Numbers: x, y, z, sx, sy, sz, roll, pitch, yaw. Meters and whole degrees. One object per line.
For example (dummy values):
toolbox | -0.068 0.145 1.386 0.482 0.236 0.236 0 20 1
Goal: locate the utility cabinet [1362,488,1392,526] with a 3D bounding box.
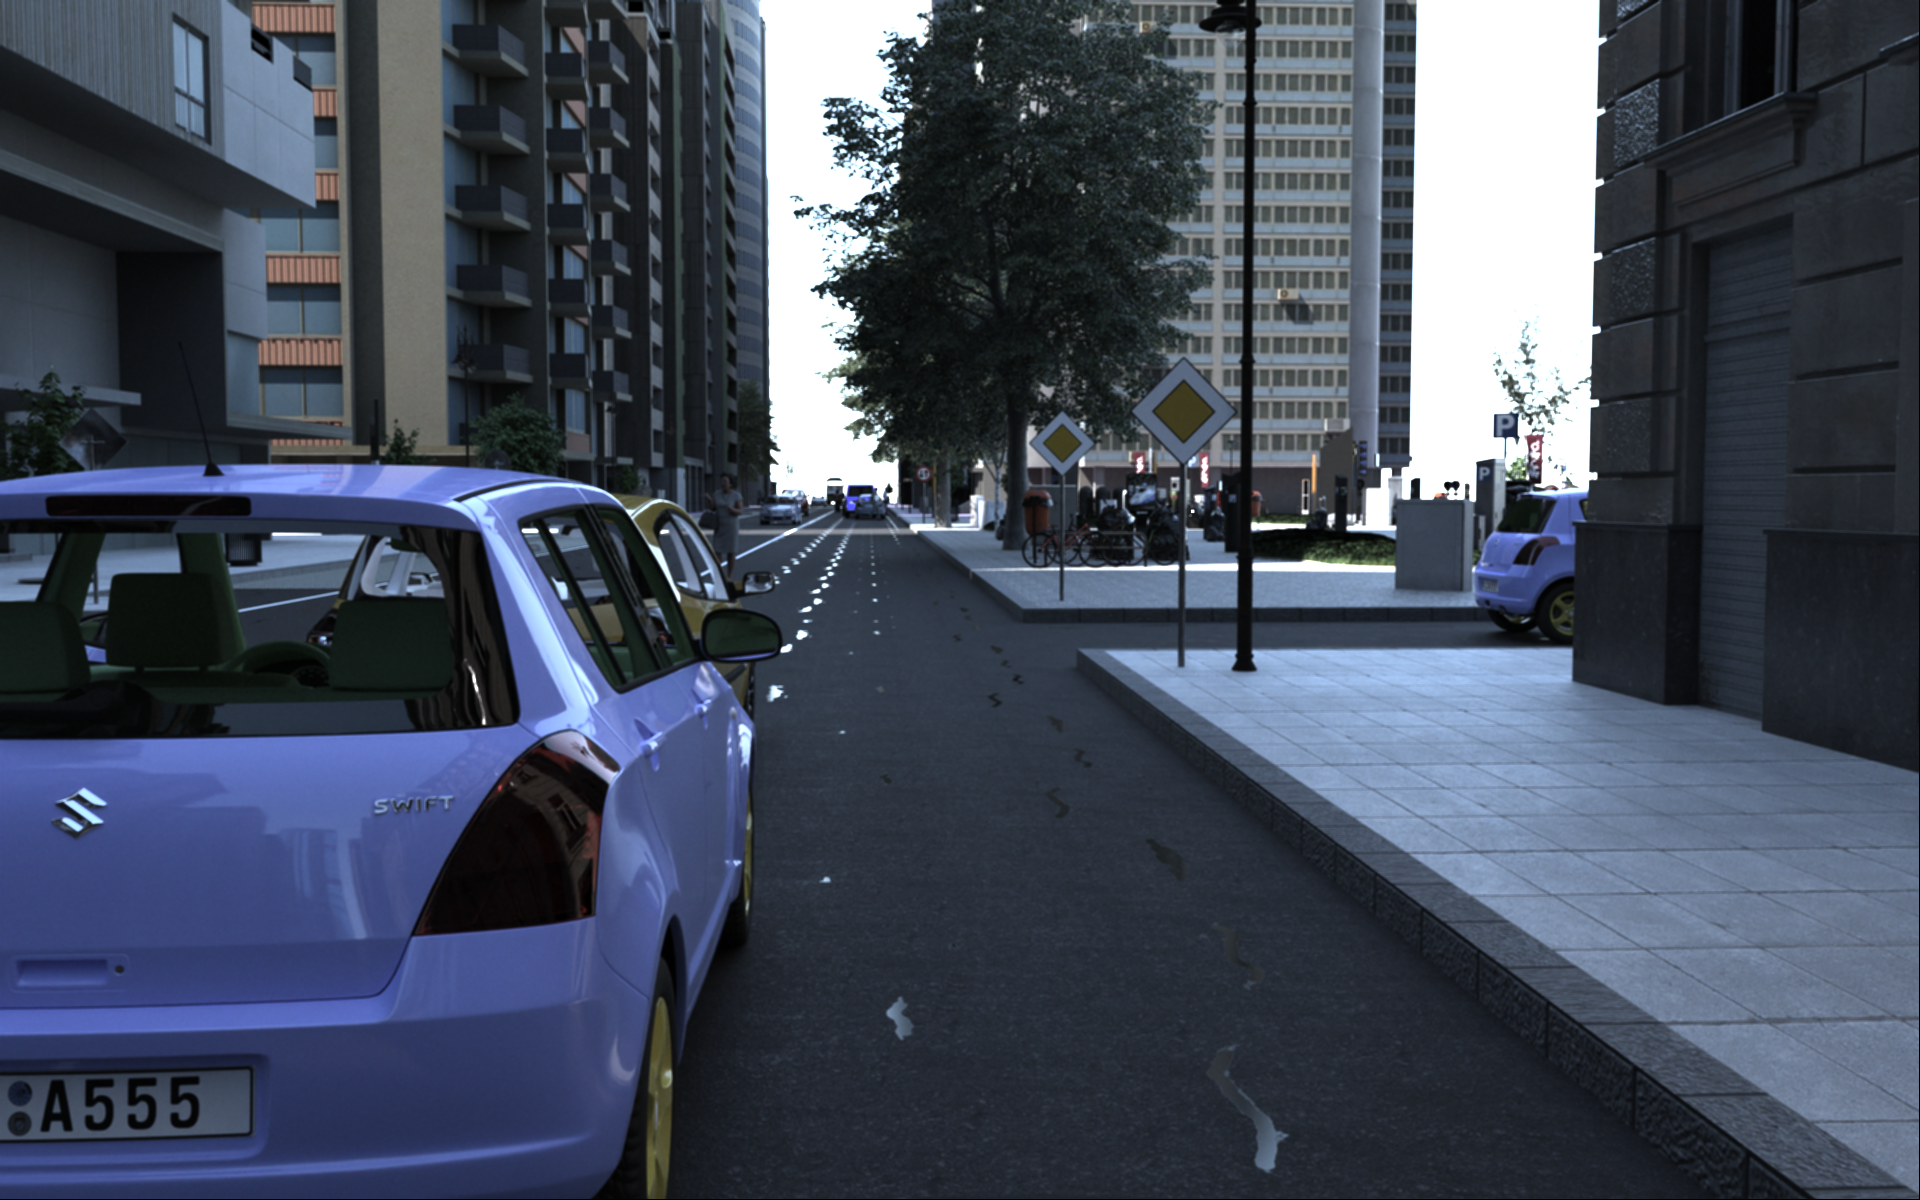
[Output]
utility cabinet | 16.616 -3.691 69.026 1.173 1.500 0.318 3 5 43

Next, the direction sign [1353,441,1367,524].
direction sign | 16.938 -5.011 73.934 0.876 3.537 0.379 -1 4 -13

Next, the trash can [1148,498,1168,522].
trash can | 6.950 -3.024 61.093 0.748 1.137 0.748 0 3 0

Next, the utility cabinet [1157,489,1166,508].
utility cabinet | 8.033 -3.744 69.888 0.318 1.500 1.173 0 4 -6

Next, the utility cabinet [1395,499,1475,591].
utility cabinet | 6.377 -0.741 23.284 0.306 1.237 1.020 -3 5 -44

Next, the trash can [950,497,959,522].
trash can | -0.394 -4.189 80.148 0.748 1.137 0.748 0 3 0

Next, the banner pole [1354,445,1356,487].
banner pole | 17.399 -5.345 77.412 0.401 3.779 0.863 -3 5 -41

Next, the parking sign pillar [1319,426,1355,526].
parking sign pillar | 15.056 -4.938 69.207 1.447 3.967 1.447 2 4 26

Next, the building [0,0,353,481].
building | -29.438 -27.095 32.235 28.713 52.752 27.495 0 4 -3

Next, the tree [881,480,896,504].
tree | -10.282 -15.718 251.595 1.663 3.219 1.824 0 3 0

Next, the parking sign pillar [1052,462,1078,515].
parking sign pillar | 4.681 -5.427 77.204 1.447 3.967 1.447 -3 5 -42

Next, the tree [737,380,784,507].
tree | -21.187 -15.489 171.374 7.486 12.596 7.792 0 3 0

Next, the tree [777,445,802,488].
tree | -24.727 -18.421 251.539 4.360 8.622 3.978 0 3 0

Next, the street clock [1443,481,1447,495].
street clock | 26.534 -5.484 94.236 0.358 2.002 0.471 -3 5 -41

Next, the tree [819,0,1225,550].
tree | 1.199 -8.126 39.522 9.857 13.997 8.962 0 3 0

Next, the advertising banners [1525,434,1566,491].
advertising banners | 17.438 -3.307 50.262 2.074 3.025 0.090 2 4 28

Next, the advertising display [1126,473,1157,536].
advertising display | 5.567 -2.930 53.118 0.974 1.923 0.123 -1 4 -18

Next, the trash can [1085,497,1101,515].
trash can | 6.173 -4.194 80.219 0.748 1.137 0.748 0 3 0

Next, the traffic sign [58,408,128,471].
traffic sign | -10.107 -1.013 20.211 0.795 2.450 0.064 0 4 -3

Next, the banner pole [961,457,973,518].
banner pole | 0.421 -6.306 93.127 0.863 3.779 0.401 1 4 15

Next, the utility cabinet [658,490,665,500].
utility cabinet | -15.301 -4.899 88.775 0.318 1.500 1.173 0 4 -7

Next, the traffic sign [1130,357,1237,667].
traffic sign | 1.643 -0.561 12.811 0.795 2.450 0.064 0 4 -3

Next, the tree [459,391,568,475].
tree | -14.176 -4.372 55.191 4.285 4.588 4.351 0 3 0

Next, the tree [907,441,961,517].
tree | -1.153 -6.919 96.834 4.285 4.588 4.351 0 3 0

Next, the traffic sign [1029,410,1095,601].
traffic sign | 1.222 -1.049 20.786 0.795 2.450 0.064 0 4 -3

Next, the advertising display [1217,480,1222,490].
advertising display | 12.407 -4.654 81.302 0.974 1.923 0.123 -3 5 -43

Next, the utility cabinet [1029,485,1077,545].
utility cabinet | 2.297 -2.101 43.034 1.173 1.500 0.318 0 3 0

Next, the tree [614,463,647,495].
tree | -17.914 -6.019 93.008 1.663 3.219 1.824 0 3 0

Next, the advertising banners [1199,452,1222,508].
advertising banners | 10.717 -4.615 71.641 2.074 3.025 0.090 3 5 45

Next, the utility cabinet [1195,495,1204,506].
utility cabinet | 12.656 -4.916 91.532 0.306 1.237 1.020 -1 4 -8

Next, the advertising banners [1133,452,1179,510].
advertising banners | 8.118 -4.597 71.355 2.074 3.025 0.090 1 4 22

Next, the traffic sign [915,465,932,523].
traffic sign | -1.589 -4.651 76.147 0.768 2.556 0.104 0 4 5

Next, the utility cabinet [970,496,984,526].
utility cabinet | 0.706 -3.657 70.953 0.306 1.237 1.020 1 4 17

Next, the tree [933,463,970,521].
tree | -0.620 -5.457 83.827 1.663 3.219 1.824 0 3 0

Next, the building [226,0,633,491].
building | -26.412 -25.669 74.307 22.147 44.769 28.867 0 4 -3

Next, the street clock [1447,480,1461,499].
street clock | 25.868 -5.249 90.384 0.358 2.002 0.471 -2 4 -25

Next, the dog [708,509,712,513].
dog | -13.251 -4.548 91.195 0.513 0.831 0.800 -1 4 -21

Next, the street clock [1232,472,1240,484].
street clock | 9.065 -3.158 56.200 0.471 2.002 0.358 -1 4 -15

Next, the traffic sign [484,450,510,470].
traffic sign | -13.396 -3.060 50.139 0.768 2.556 0.104 0 4 -1

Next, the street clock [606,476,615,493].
street clock | -14.405 -4.085 71.361 0.358 2.002 0.471 -1 4 -23

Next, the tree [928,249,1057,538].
tree | 1.048 -6.097 50.045 4.360 8.622 3.978 0 3 0

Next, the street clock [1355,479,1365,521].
street clock | 18.939 -4.746 82.167 0.471 2.002 0.358 0 4 8
